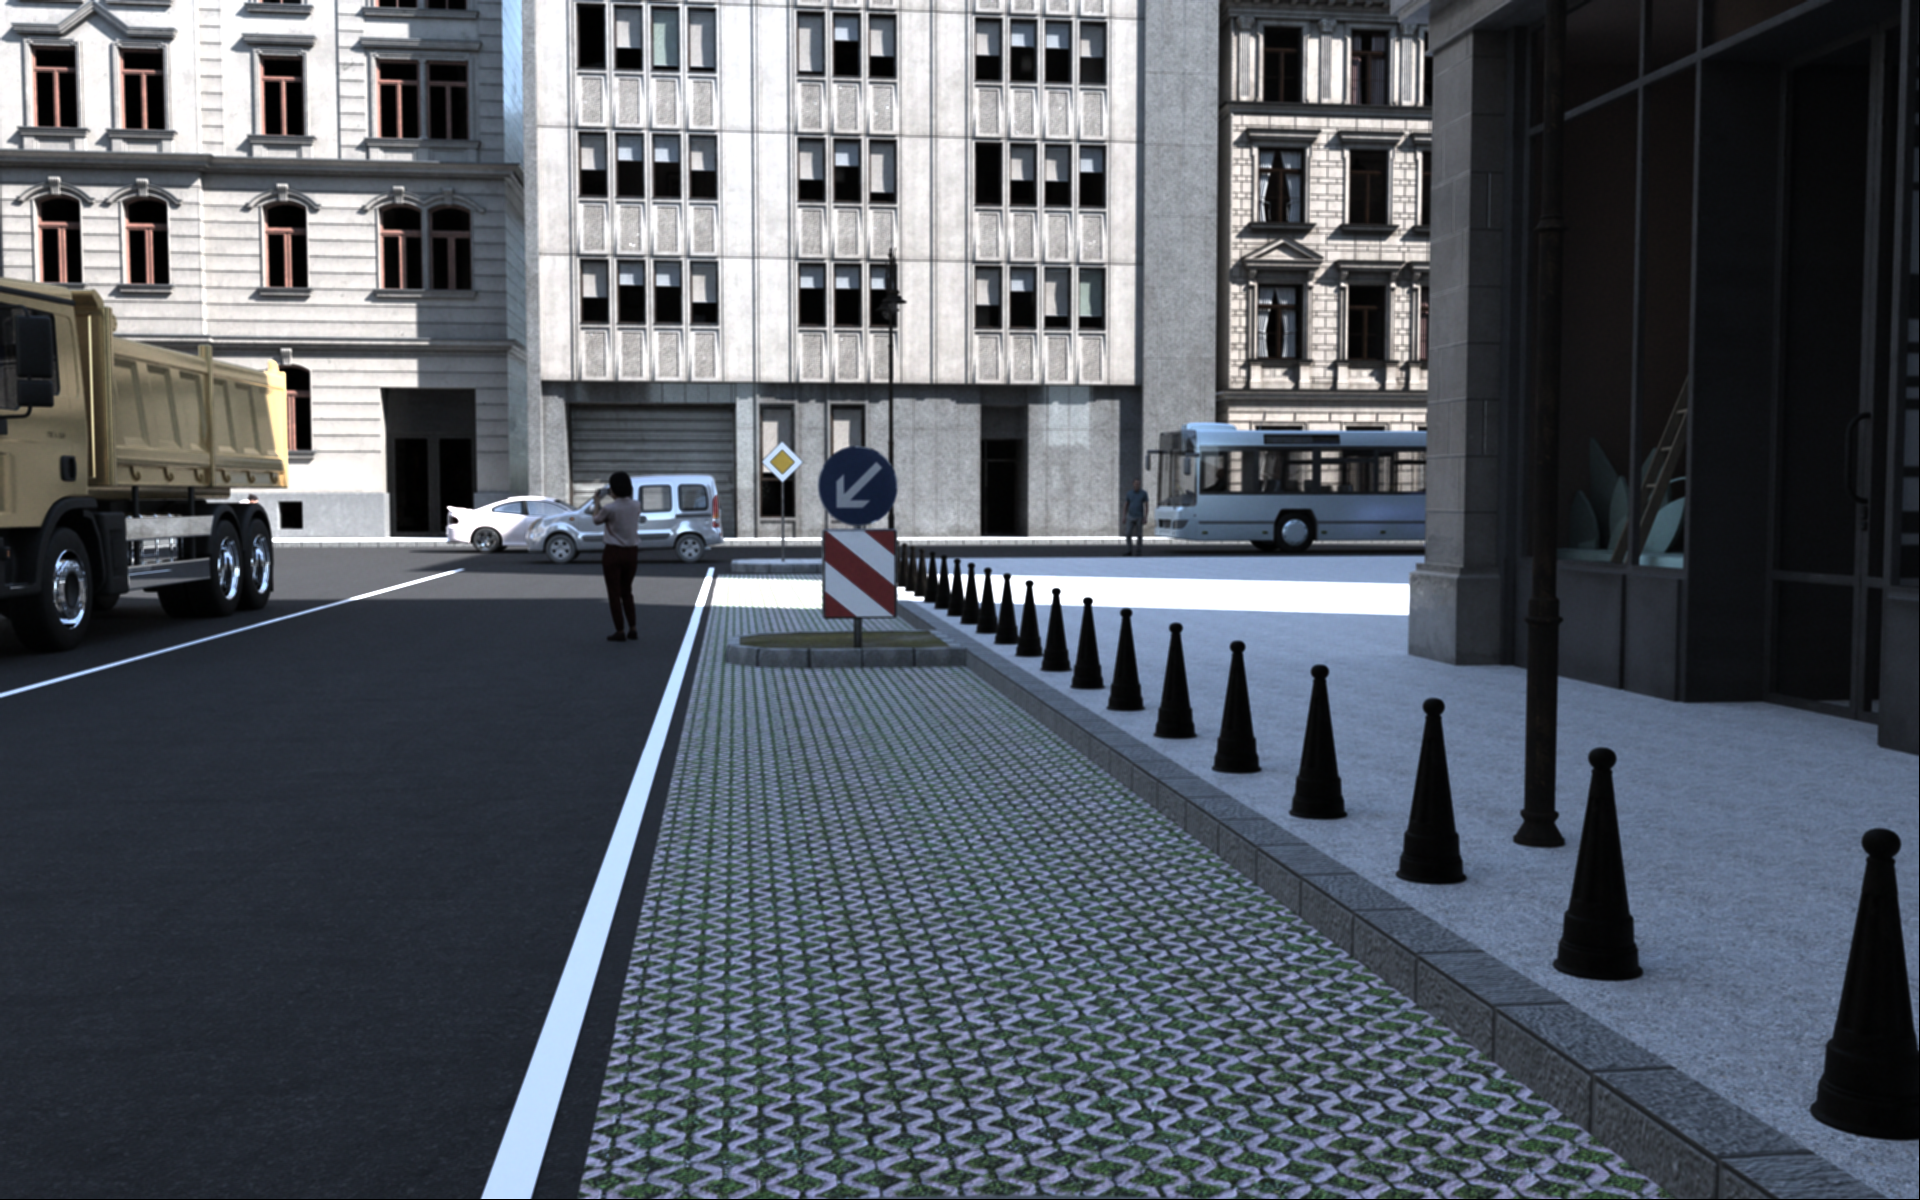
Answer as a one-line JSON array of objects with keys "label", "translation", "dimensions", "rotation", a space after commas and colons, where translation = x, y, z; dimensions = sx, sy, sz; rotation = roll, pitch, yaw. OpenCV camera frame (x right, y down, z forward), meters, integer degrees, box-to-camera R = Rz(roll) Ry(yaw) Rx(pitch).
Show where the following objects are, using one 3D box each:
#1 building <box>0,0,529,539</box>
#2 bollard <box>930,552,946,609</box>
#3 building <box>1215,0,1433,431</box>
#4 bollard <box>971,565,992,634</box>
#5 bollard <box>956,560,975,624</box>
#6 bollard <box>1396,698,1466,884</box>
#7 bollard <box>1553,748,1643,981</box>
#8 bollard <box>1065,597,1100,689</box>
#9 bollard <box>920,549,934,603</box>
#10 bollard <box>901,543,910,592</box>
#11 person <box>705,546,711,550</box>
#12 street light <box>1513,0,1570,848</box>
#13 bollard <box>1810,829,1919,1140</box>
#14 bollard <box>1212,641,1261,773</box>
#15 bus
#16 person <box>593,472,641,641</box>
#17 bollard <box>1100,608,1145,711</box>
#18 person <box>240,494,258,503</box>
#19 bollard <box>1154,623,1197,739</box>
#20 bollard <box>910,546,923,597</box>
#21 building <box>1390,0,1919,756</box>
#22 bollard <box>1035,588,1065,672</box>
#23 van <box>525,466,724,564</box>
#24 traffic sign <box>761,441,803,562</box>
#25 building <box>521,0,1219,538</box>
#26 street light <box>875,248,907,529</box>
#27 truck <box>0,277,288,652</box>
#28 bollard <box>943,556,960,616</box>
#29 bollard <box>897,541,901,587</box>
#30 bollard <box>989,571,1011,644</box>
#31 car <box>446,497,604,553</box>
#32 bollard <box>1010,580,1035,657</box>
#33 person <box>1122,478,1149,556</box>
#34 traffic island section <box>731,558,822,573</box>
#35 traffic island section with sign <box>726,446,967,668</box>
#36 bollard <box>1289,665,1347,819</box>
[{"label": "building", "translation": [-24.920, -16.347, 54.657], "dimensions": [23.554, 28.519, 14.401], "rotation": [0, 4, -7]}, {"label": "bollard", "translation": [-0.178, -0.206, 19.409], "dimensions": [0.229, 0.601, 0.229], "rotation": [0, 3, 0]}, {"label": "building", "translation": [16.401, -11.817, 57.838], "dimensions": [19.286, 19.102, 10.561], "rotation": [0, 4, -7]}, {"label": "bollard", "translation": [0.257, 0.002, 16.015], "dimensions": [0.229, 0.601, 0.229], "rotation": [0, 3, 0]}, {"label": "bollard", "translation": [0.113, -0.067, 17.144], "dimensions": [0.229, 0.601, 0.229], "rotation": [0, 3, 0]}, {"label": "bollard", "translation": [1.578, 0.627, 5.784], "dimensions": [0.229, 0.601, 0.229], "rotation": [0, 3, 0]}, {"label": "bollard", "translation": [1.721, 0.696, 4.658], "dimensions": [0.229, 0.601, 0.229], "rotation": [0, 3, 0]}, {"label": "bollard", "translation": [0.846, 0.279, 11.473], "dimensions": [0.229, 0.601, 0.229], "rotation": [0, 3, 0]}, {"label": "bollard", "translation": [-0.324, -0.276, 20.549], "dimensions": [0.229, 0.601, 0.229], "rotation": [0, 3, 0]}, {"label": "bollard", "translation": [-0.621, -0.415, 22.824], "dimensions": [0.229, 0.601, 0.229], "rotation": [0, 3, 0]}, {"label": "person", "translation": [-6.609, -2.105, 44.723], "dimensions": [0.589, 1.601, 0.330], "rotation": [2, 4, 28]}, {"label": "street light", "translation": [2.130, -2.043, 6.192], "dimensions": [0.468, 5.910, 1.993], "rotation": [0, 4, -7]}, {"label": "bollard", "translation": [1.870, 0.765, 3.532], "dimensions": [0.229, 0.601, 0.229], "rotation": [0, 3, 0]}, {"label": "bollard", "translation": [1.287, 0.489, 8.046], "dimensions": [0.229, 0.601, 0.229], "rotation": [0, 3, 0]}, {"label": "bus", "translation": [10.743, -2.958, 43.217], "dimensions": [13.247, 3.499, 2.948], "rotation": [0, 4, -6]}, {"label": "person", "translation": [-3.369, -0.429, 16.977], "dimensions": [0.517, 1.644, 0.566], "rotation": [0, 4, 2]}, {"label": "bollard", "translation": [0.990, 0.349, 10.332], "dimensions": [0.229, 0.601, 0.229], "rotation": [0, 3, 0]}, {"label": "person", "translation": [-16.364, -1.700, 39.480], "dimensions": [0.628, 1.438, 0.799], "rotation": [2, 4, 26]}, {"label": "bollard", "translation": [1.142, 0.420, 9.173], "dimensions": [0.229, 0.601, 0.229], "rotation": [0, 3, 0]}, {"label": "bollard", "translation": [-0.473, -0.345, 21.684], "dimensions": [0.229, 0.601, 0.229], "rotation": [0, 3, 0]}, {"label": "building", "translation": [8.153, -9.880, 12.450], "dimensions": [10.553, 20.767, 40.483], "rotation": [0, 4, -7]}, {"label": "bollard", "translation": [0.700, 0.210, 12.609], "dimensions": [0.229, 0.601, 0.229], "rotation": [0, 3, 0]}, {"label": "van", "translation": [-7.052, -1.805, 36.522], "dimensions": [4.112, 2.044, 2.013], "rotation": [0, 4, -8]}, {"label": "traffic sign", "translation": [-3.364, -1.786, 32.846], "dimensions": [0.795, 2.450, 0.064], "rotation": [0, 4, -7]}, {"label": "building", "translation": [-3.073, -14.516, 55.358], "dimensions": [19.932, 24.808, 12.078], "rotation": [0, 4, -7]}, {"label": "street light", "translation": [-1.304, -3.665, 32.708], "dimensions": [0.468, 5.910, 1.993], "rotation": [0, 4, -7]}, {"label": "truck", "translation": [-9.557, -1.335, 17.746], "dimensions": [3.469, 3.379, 9.791], "rotation": [0, 4, -6]}, {"label": "bollard", "translation": [-0.029, -0.136, 18.271], "dimensions": [0.229, 0.601, 0.229], "rotation": [0, 3, 0]}, {"label": "bollard", "translation": [-0.766, -0.484, 23.951], "dimensions": [0.229, 0.601, 0.229], "rotation": [0, 3, 0]}, {"label": "bollard", "translation": [0.404, 0.072, 14.871], "dimensions": [0.229, 0.601, 0.229], "rotation": [0, 3, 0]}, {"label": "car", "translation": [-10.284, -1.878, 43.072], "dimensions": [4.827, 1.381, 2.083], "rotation": [0, 4, -6]}, {"label": "bollard", "translation": [0.551, 0.141, 13.739], "dimensions": [0.229, 0.601, 0.229], "rotation": [0, 3, 0]}, {"label": "person", "translation": [4.060, -1.932, 40.212], "dimensions": [0.598, 1.807, 0.434], "rotation": [2, 4, 32]}, {"label": "traffic island section", "translation": [-3.342, -0.651, 32.926], "dimensions": [2.009, 0.180, 2.903], "rotation": [0, 4, -7]}, {"label": "traffic island section with sign", "translation": [-1.045, -0.397, 15.121], "dimensions": [1.989, 1.847, 2.006], "rotation": [0, 4, -7]}, {"label": "bollard", "translation": [1.435, 0.558, 6.920], "dimensions": [0.229, 0.601, 0.229], "rotation": [0, 3, 0]}]
